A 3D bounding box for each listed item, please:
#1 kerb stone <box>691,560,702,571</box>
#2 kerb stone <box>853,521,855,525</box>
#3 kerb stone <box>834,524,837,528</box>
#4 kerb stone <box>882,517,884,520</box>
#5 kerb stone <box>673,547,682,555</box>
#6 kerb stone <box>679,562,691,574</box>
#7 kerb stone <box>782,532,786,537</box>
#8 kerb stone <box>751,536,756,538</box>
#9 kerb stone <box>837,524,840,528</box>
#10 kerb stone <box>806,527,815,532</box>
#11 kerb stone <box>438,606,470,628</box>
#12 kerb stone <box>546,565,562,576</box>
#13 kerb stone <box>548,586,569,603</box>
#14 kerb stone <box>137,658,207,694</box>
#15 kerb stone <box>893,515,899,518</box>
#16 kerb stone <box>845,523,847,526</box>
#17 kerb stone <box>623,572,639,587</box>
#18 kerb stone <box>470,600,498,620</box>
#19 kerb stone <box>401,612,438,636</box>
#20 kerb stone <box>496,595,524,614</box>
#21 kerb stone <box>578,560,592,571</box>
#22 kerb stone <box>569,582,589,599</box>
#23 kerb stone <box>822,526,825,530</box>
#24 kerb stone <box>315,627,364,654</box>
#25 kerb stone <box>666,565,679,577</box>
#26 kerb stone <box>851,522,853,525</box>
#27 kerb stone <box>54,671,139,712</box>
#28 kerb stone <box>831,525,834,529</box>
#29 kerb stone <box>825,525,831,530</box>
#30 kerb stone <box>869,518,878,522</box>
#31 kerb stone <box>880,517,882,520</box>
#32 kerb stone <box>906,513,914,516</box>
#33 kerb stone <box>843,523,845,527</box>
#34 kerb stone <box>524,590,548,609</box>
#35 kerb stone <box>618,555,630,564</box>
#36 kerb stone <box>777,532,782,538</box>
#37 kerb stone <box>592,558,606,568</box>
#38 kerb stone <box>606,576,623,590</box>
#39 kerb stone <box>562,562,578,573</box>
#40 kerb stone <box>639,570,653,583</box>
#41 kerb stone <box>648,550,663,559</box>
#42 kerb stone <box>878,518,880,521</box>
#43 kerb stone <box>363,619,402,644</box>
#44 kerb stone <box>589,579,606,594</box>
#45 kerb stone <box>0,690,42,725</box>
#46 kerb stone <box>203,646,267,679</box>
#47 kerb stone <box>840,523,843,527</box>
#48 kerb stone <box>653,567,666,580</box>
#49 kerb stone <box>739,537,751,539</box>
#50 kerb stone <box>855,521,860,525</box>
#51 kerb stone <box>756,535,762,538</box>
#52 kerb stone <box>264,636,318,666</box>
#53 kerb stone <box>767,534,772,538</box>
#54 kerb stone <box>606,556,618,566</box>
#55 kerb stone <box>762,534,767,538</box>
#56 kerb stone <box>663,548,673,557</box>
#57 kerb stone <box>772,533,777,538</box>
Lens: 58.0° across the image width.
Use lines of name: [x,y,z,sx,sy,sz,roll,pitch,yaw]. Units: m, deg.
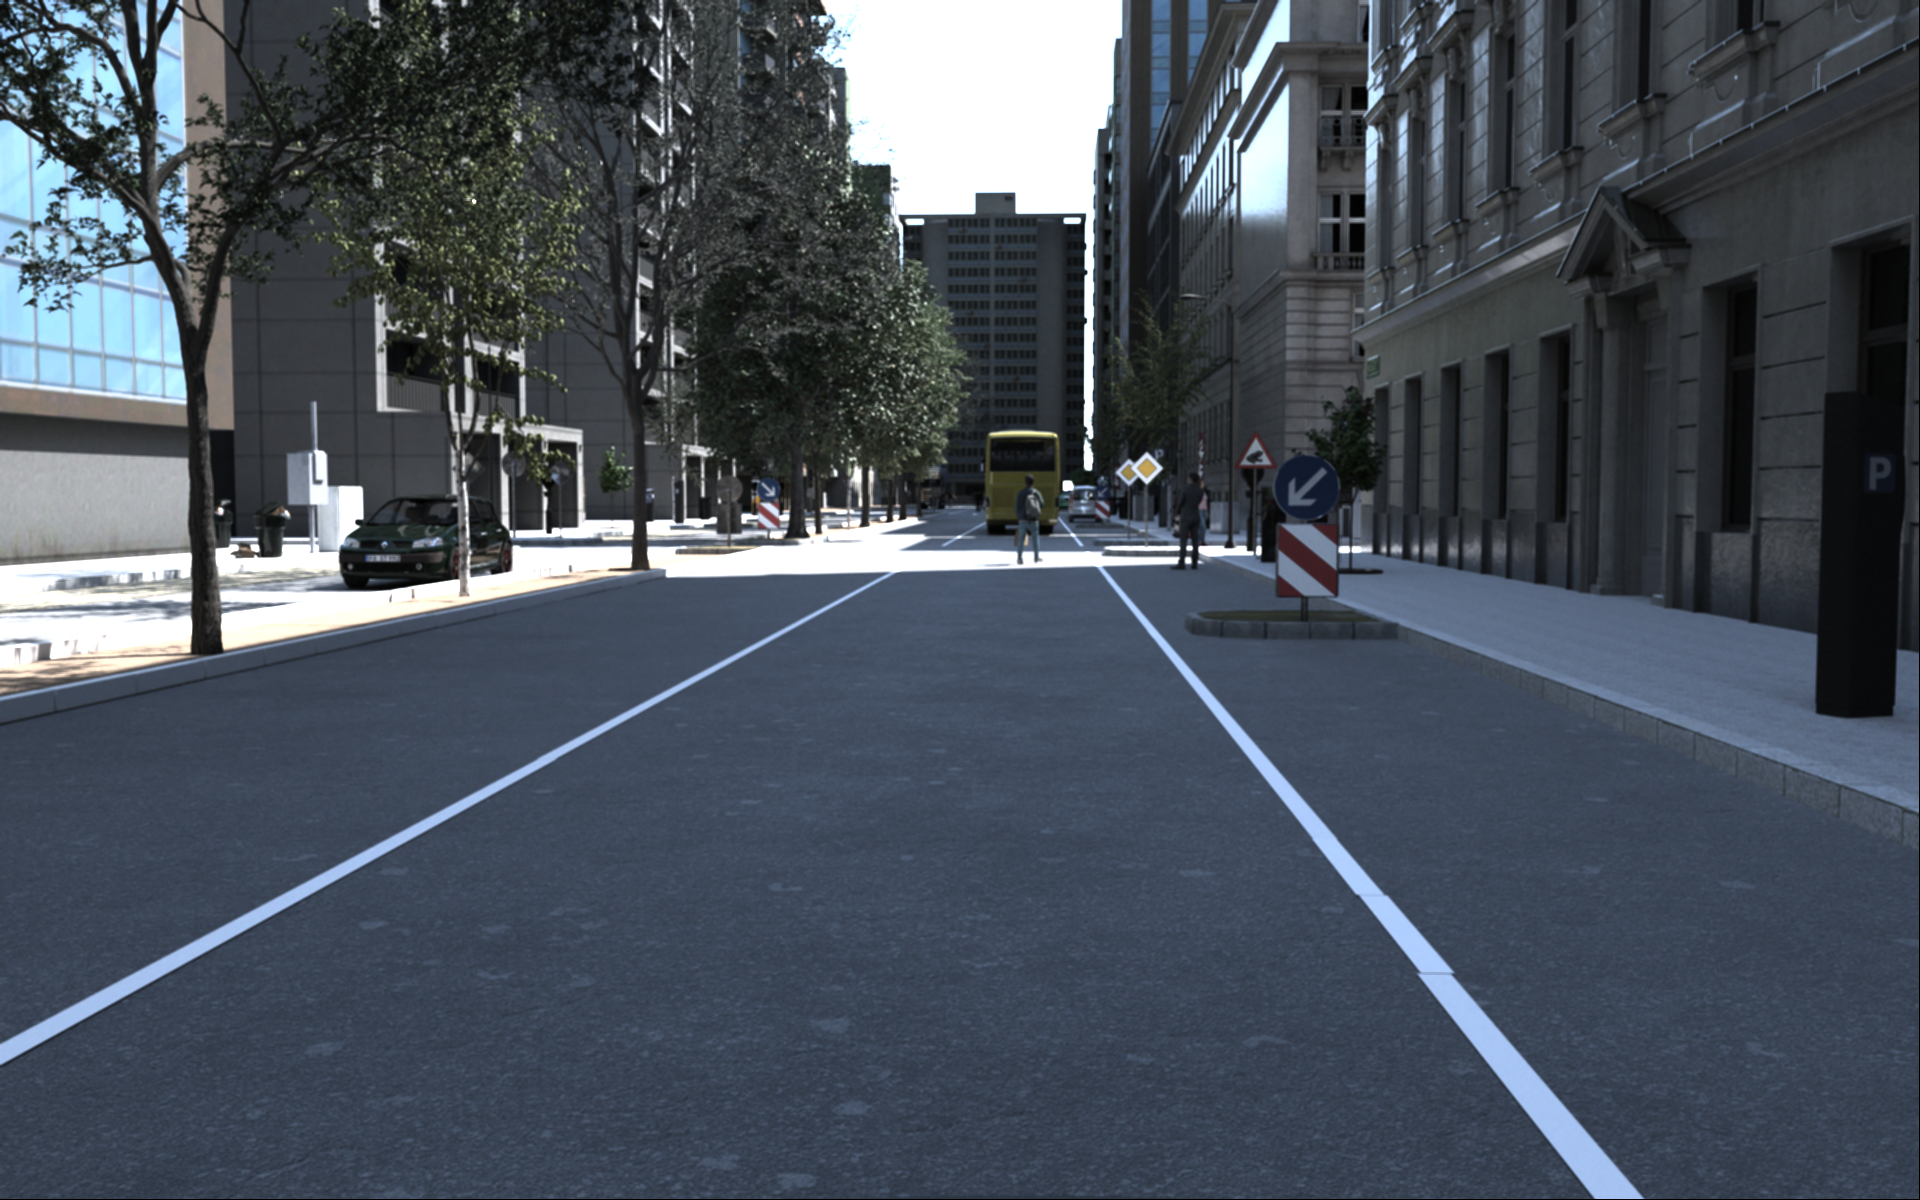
kerb stone: [-5.028,-0.618,32.334,0.120,0.150,1.000,0,4,3]
kerb stone: [-5.007,-3.471,79.080,0.120,0.150,1.000,0,4,3]
kerb stone: [-5.325,-3.037,71.896,0.120,0.150,1.000,0,4,3]
kerb stone: [-4.362,-4.354,93.408,0.120,0.150,1.000,0,4,3]
kerb stone: [-6.755,-1.128,40.632,0.120,0.150,1.000,0,4,3]
kerb stone: [-5.070,-0.557,31.312,0.120,0.150,1.000,0,4,3]
kerb stone: [-5.983,-2.162,57.546,0.120,0.150,1.000,0,4,3]
kerb stone: [-6.264,-1.786,51.398,0.120,0.150,1.000,0,4,3]
kerb stone: [-5.286,-3.094,72.918,0.120,0.150,1.000,0,4,3]
kerb stone: [-5.656,-2.601,64.727,0.120,0.150,1.000,0,4,3]
kerb stone: [-5.637,0.200,19.022,0.120,0.150,1.000,0,4,3]
kerb stone: [-7.226,-0.500,30.394,0.120,0.150,1.000,0,4,3]
kerb stone: [-5.442,-0.056,23.105,0.120,0.150,1.000,0,4,3]
kerb stone: [-5.919,0.572,12.887,0.120,0.150,1.000,0,4,3]
kerb stone: [-3.849,-5.041,104.669,0.120,0.150,1.000,0,4,3]
kerb stone: [-5.150,-3.291,75.999,0.120,0.150,1.000,0,4,3]
kerb stone: [-5.252,-0.306,27.195,0.120,0.150,1.000,0,4,3]
kerb stone: [-5.594,0.138,20.043,0.120,0.150,1.000,0,4,3]
kerb stone: [-5.684,0.257,17.998,0.120,0.150,1.000,0,4,3]
kerb stone: [-5.537,0.069,21.063,0.120,0.150,1.000,0,4,3]
kerb stone: [-7.127,-0.625,32.439,0.120,0.150,1.000,0,4,3]
kerb stone: [-5.398,-0.118,24.127,0.120,0.150,1.000,0,4,3]
kerb stone: [-5.511,-2.789,67.800,0.120,0.150,1.000,0,4,3]
kerb stone: [-5.773,0.382,15.956,0.120,0.150,1.000,0,4,3]
kerb stone: [-5.116,-0.494,30.275,0.120,0.150,1.000,0,4,3]
kerb stone: [-5.054,-3.416,78.053,0.120,0.150,1.000,0,4,3]
kerb stone: [-5.962,0.632,11.866,0.120,0.150,1.000,0,4,3]
kerb stone: [-5.371,-2.977,70.867,0.120,0.150,1.000,0,4,3]
kerb stone: [-5.432,-2.914,69.843,0.120,0.150,1.000,0,4,3]
kerb stone: [-4.492,-4.163,90.333,0.120,0.150,1.000,0,4,3]
kerb stone: [-4.397,-4.291,92.383,0.120,0.150,1.000,0,4,3]
kerb stone: [-3.327,-5.728,115.918,0.120,0.150,1.000,0,4,3]
kerb stone: [-5.193,-3.222,74.974,0.120,0.150,1.000,0,4,3]
kerb stone: [-5.489,0.007,22.084,0.120,0.150,1.000,0,4,3]
kerb stone: [-6.991,-0.814,35.507,0.120,0.150,1.000,0,4,3]
kerb stone: [-6.033,-2.099,56.518,0.120,0.150,1.000,0,4,3]
kerb stone: [-7.082,-0.689,33.460,0.120,0.150,1.000,0,4,3]
kerb stone: [-5.307,-0.243,26.171,0.120,0.150,1.000,0,4,3]
kerb stone: [-7.168,-0.564,31.415,0.120,0.150,1.000,0,4,3]
kerb stone: [-5.222,-0.368,28.224,0.120,0.150,1.000,0,4,3]
kerb stone: [-6.841,-1.003,38.588,0.120,0.150,1.000,0,4,3]
kerb stone: [-4.446,-4.230,91.362,0.120,0.150,1.000,0,4,3]
kerb stone: [-5.735,0.323,16.977,0.120,0.150,1.000,0,4,3]
kerb stone: [-5.359,-0.176,25.151,0.120,0.150,1.000,0,4,3]
kerb stone: [-6.014,0.694,10.845,0.120,0.150,1.000,0,4,3]
kerb stone: [-5.868,0.508,13.908,0.120,0.150,1.000,0,4,3]
kerb stone: [-5.241,-3.160,73.953,0.120,0.150,1.000,0,4,3]
kerb stone: [-5.172,-0.432,29.252,0.120,0.150,1.000,0,4,3]
kerb stone: [-6.301,-1.722,50.376,0.120,0.150,1.000,0,4,3]
kerb stone: [-4.908,-3.605,81.136,0.120,0.150,1.000,0,4,3]
kerb stone: [-6.218,-1.842,52.429,0.120,0.150,1.000,0,4,3]
kerb stone: [-5.820,0.445,14.929,0.120,0.150,1.000,0,4,3]
kerb stone: [-6.126,-1.969,54.471,0.120,0.150,1.000,0,4,3]
kerb stone: [-7.038,-0.750,34.486,0.120,0.150,1.000,0,4,3]
kerb stone: [-6.170,-1.909,53.450,0.120,0.150,1.000,0,4,3]
kerb stone: [-6.794,-1.061,39.609,0.120,0.150,1.000,0,4,3]
kerb stone: [-6.078,-2.036,55.493,0.120,0.150,1.000,0,4,3]
